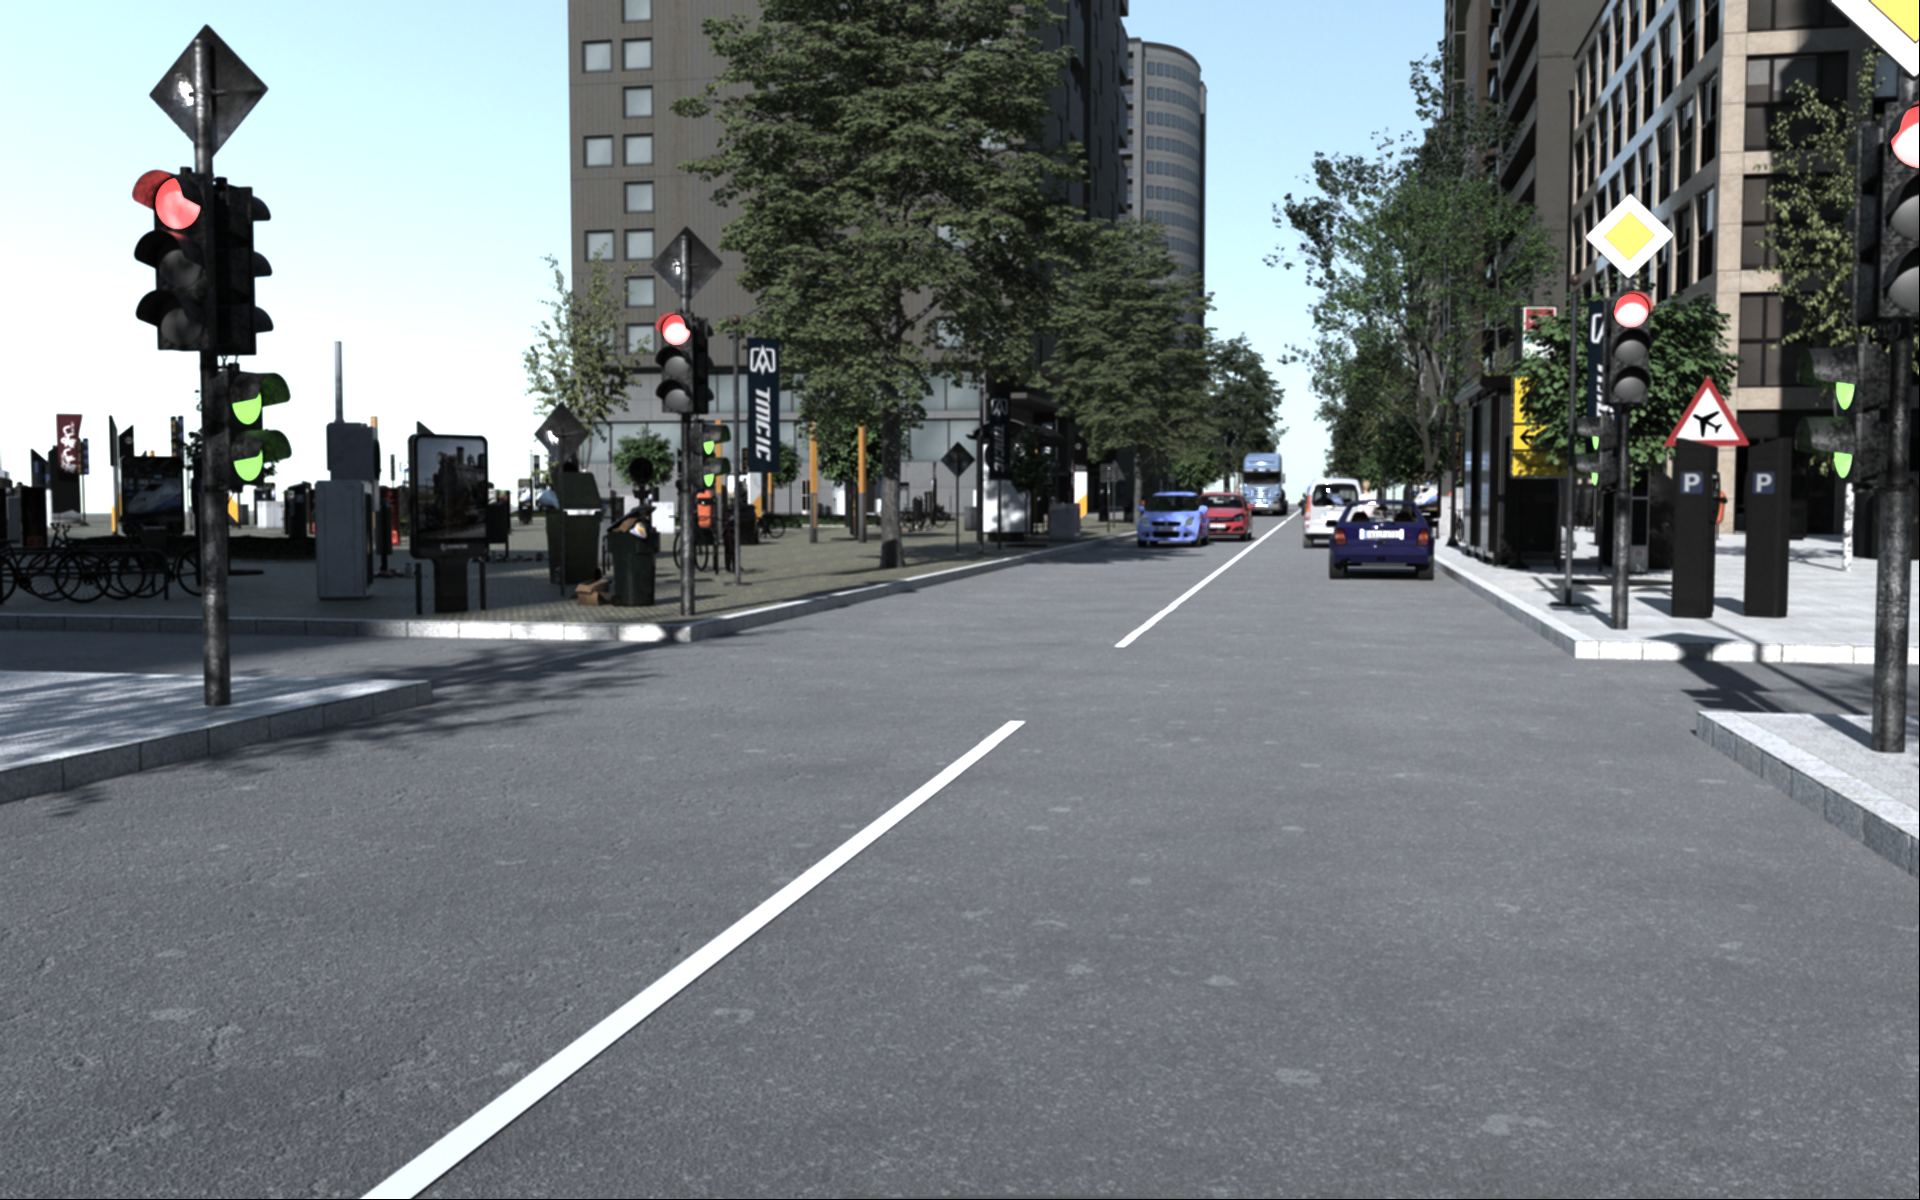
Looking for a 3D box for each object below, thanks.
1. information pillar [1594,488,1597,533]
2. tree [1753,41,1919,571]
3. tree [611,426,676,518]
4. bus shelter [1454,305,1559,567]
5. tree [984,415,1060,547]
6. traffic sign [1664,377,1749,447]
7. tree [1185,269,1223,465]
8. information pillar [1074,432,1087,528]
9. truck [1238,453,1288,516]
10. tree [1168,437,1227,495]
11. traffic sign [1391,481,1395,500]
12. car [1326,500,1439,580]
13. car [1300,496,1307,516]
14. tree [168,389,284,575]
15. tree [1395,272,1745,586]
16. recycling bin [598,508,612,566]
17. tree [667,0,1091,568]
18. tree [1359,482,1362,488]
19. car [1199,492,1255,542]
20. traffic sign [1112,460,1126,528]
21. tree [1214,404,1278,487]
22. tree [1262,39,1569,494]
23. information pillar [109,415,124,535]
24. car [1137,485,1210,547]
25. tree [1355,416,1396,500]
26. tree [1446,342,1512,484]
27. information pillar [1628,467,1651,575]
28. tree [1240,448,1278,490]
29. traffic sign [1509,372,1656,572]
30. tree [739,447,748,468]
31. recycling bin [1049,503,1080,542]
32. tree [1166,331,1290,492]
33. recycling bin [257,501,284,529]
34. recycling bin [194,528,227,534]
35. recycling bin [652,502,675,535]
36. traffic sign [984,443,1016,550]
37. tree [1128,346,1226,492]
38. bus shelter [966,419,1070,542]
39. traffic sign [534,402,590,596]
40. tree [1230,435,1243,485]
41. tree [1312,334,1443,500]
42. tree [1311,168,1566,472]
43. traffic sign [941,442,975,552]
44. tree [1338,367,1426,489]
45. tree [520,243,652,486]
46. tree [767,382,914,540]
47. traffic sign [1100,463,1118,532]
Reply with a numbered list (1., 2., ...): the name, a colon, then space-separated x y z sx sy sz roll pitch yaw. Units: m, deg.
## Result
1. information pillar: 21.075 -3.207 56.919 0.304 2.012 0.304 -1 4 -11
2. tree: 15.046 -4.791 28.701 4.737 8.622 4.395 0 3 0
3. tree: -15.206 -6.104 83.520 4.285 4.588 4.351 0 3 0
4. bus shelter: 11.133 -3.490 34.699 2.179 5.291 8.768 1 4 12
5. tree: 1.695 -2.905 42.101 1.663 3.219 1.824 0 3 0
6. traffic sign: 8.299 -1.181 19.306 0.884 2.594 0.081 1 4 14
7. tree: 6.942 -9.373 71.376 7.486 12.596 7.792 0 3 0
8. information pillar: 4.493 -4.483 64.649 0.504 3.616 0.183 0 4 1
9. truck: 21.168 -7.938 119.551 2.967 4.110 18.799 1 4 12
10. tree: 13.499 -7.059 99.136 4.285 4.588 4.351 0 3 0
11. traffic sign: 21.012 -5.124 83.880 0.768 2.556 0.104 1 4 12
12. car: 7.383 -1.085 30.325 1.945 1.354 3.894 1 4 14
13. car: 23.889 -6.383 116.158 2.131 1.459 4.920 1 4 13
14. tree: -11.641 -2.014 27.535 1.663 3.219 1.824 0 3 0
15. tree: 9.399 -2.506 24.694 4.285 4.588 4.351 0 3 0
16. recycling bin: -6.714 -1.124 30.937 0.722 1.027 0.722 2 4 29
17. tree: -1.023 -6.811 29.494 7.486 12.596 7.792 0 3 0
18. tree: 40.207 -11.039 175.085 1.663 3.219 1.824 0 3 0
19. car: 8.065 -2.723 53.561 2.155 1.783 4.494 1 4 12
20. traffic sign: 5.808 -3.993 65.284 0.884 2.594 0.081 1 4 18
21. tree: 27.254 -14.287 168.008 7.601 10.594 8.767 0 4 1
22. tree: 19.574 -13.416 75.237 12.611 20.169 13.585 0 3 0
23. information pillar: -25.160 -3.681 51.541 0.183 3.616 0.504 -1 4 -8
24. car: 5.901 -2.334 47.746 1.945 1.707 3.694 1 4 13
25. tree: 16.787 -4.921 64.177 4.285 4.588 4.351 0 3 0
26. tree: 25.885 -8.206 84.530 4.737 8.622 4.395 0 3 0
27. information pillar: 10.853 -1.420 27.717 0.304 2.012 0.304 1 4 12
28. tree: 34.415 -15.472 203.334 4.360 8.622 3.978 0 3 0
29. traffic sign: 10.249 -2.121 28.556 2.265 3.308 0.079 1 4 19
30. tree: -9.904 -6.554 90.874 4.285 4.588 4.351 0 3 0
31. recycling bin: 2.840 -2.109 47.031 0.722 1.027 0.722 1 4 18
32. tree: 20.672 -13.930 134.413 9.857 13.997 8.962 0 3 0
33. recycling bin: -25.321 -3.122 63.600 0.722 1.027 0.722 -3 5 -44
34. recycling bin: -20.155 -2.081 46.585 0.722 1.027 0.722 -2 4 -35
35. recycling bin: -9.393 -2.587 54.852 0.722 1.027 0.722 -1 4 -10
36. traffic sign: 0.908 -2.432 39.875 0.768 2.556 0.104 1 4 21
37. tree: 10.283 -8.372 87.242 4.360 8.622 3.978 0 3 0
38. bus shelter: 1.706 -3.364 48.919 2.014 3.302 5.546 1 4 12
39. traffic sign: -5.017 -1.262 21.812 0.795 2.450 0.064 1 4 18
40. tree: 30.174 -14.270 183.675 4.737 8.622 4.395 0 3 0
41. tree: 30.203 -12.680 124.320 9.611 12.733 9.660 0 3 0
42. tree: 14.868 -7.861 54.283 9.928 11.665 9.643 0 3 0
43. traffic sign: -0.054 -2.271 38.320 0.795 2.450 0.064 1 4 18
44. tree: 24.903 -9.183 100.506 4.737 8.622 4.395 0 3 0
45. tree: -11.195 -6.179 51.384 4.737 8.622 4.395 0 3 0
46. tree: -3.021 -3.975 48.699 4.285 4.588 4.351 0 3 0
47. traffic sign: 4.972 -3.412 57.912 0.606 2.300 0.079 1 4 17
